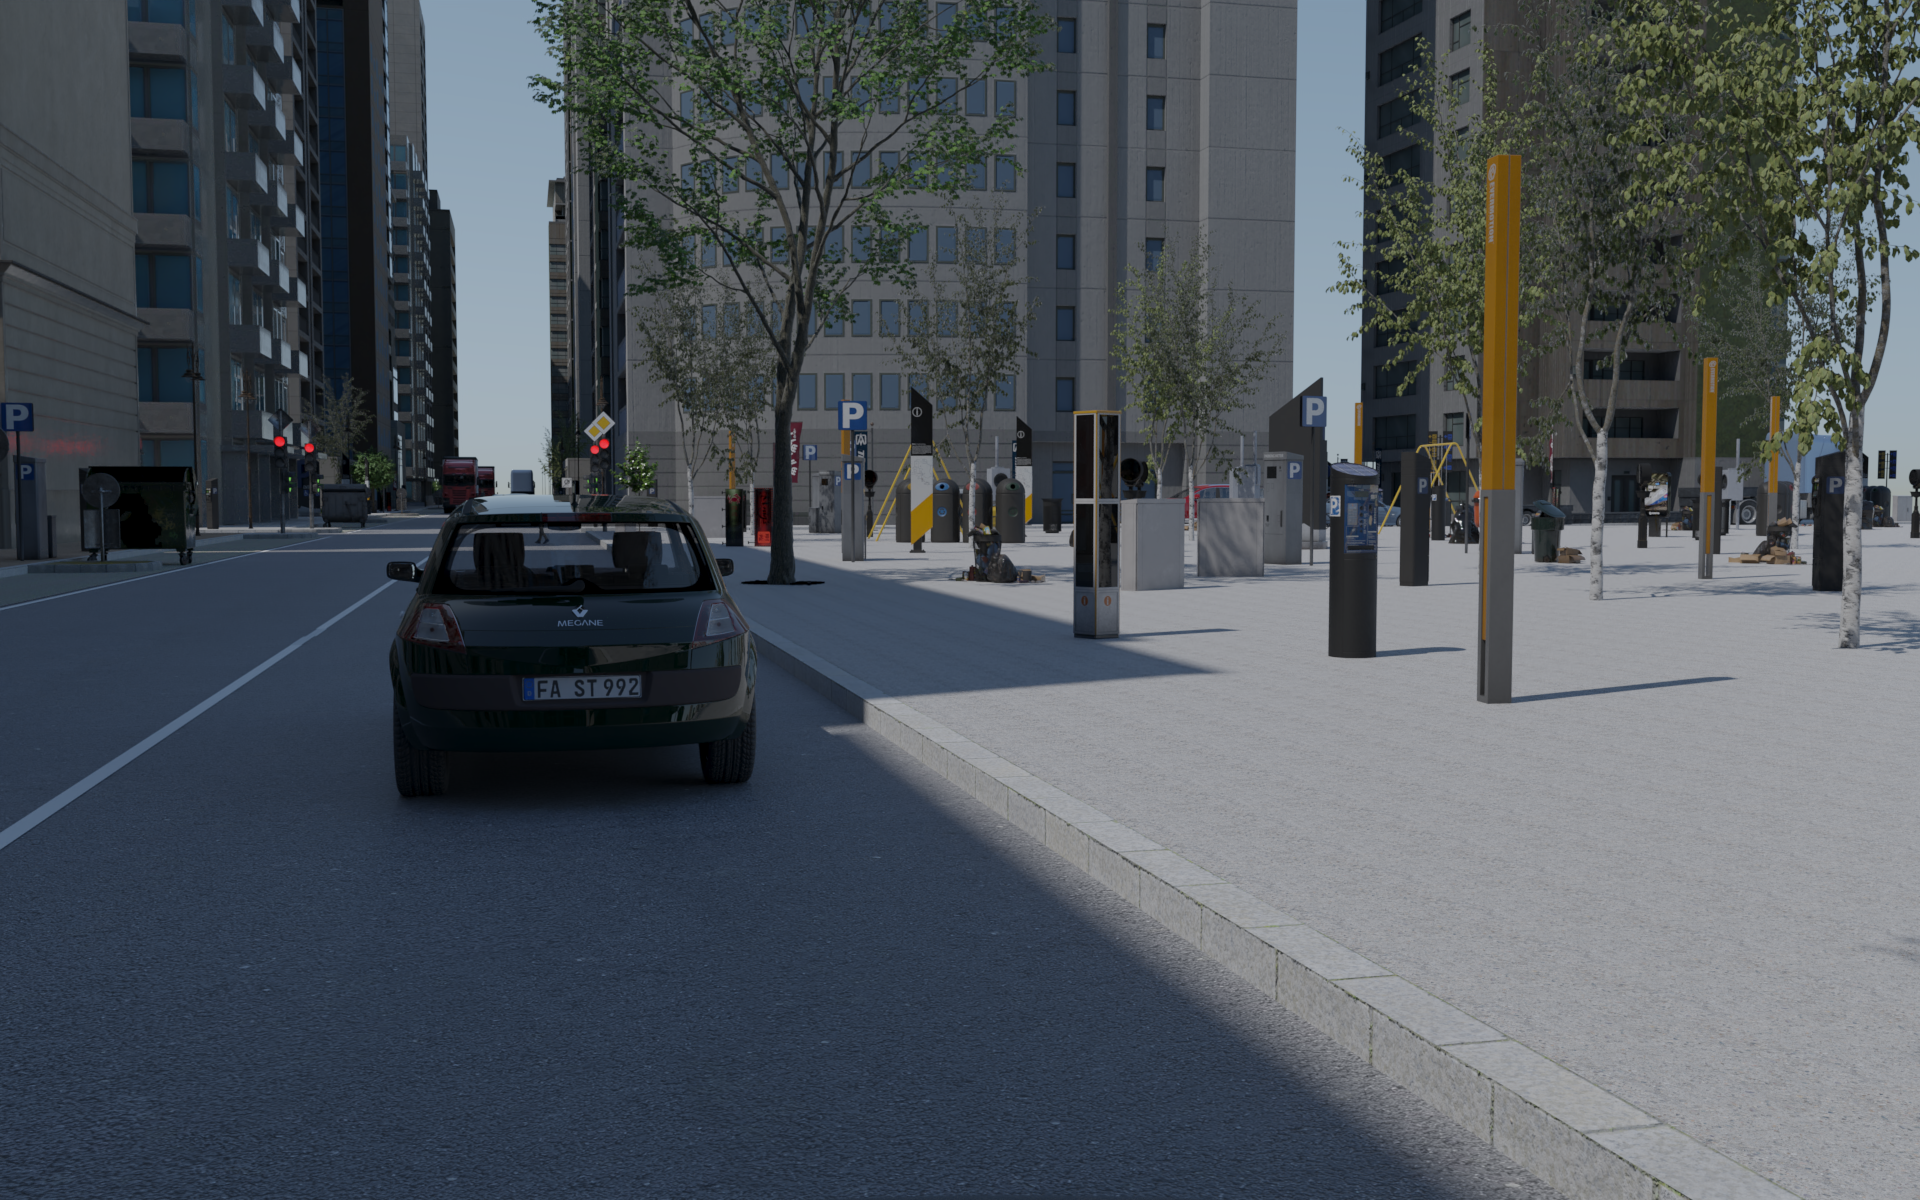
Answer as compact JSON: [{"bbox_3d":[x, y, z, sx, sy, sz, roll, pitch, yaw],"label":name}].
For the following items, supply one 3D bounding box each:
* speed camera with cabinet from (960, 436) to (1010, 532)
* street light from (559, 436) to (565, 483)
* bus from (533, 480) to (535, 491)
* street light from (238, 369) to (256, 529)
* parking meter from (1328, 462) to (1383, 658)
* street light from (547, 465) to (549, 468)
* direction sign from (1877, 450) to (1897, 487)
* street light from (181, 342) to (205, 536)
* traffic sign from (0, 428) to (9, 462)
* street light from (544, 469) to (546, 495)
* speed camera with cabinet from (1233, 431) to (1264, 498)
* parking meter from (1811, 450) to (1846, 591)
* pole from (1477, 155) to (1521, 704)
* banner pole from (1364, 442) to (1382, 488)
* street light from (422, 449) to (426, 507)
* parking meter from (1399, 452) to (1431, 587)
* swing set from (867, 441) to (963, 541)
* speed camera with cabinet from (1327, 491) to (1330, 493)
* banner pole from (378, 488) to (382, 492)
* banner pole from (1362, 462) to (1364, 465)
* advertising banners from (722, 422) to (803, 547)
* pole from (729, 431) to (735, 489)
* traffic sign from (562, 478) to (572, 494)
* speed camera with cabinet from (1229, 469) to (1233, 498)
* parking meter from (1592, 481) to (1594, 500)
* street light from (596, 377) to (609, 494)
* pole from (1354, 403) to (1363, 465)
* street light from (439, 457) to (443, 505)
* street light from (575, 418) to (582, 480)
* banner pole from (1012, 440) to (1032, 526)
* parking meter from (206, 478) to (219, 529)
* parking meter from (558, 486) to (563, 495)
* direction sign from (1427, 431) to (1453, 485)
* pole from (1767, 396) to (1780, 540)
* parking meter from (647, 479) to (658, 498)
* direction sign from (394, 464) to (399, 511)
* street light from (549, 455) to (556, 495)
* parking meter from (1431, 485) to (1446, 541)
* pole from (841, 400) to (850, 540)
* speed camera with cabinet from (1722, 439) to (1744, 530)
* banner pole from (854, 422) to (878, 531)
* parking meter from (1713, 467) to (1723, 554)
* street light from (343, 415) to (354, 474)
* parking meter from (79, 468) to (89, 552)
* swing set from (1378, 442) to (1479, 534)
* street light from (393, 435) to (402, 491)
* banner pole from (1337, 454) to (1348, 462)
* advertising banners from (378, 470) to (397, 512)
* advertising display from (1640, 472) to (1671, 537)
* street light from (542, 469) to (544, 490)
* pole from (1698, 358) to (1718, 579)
[{"bbox_3d":[0.661,-3.955,58.996,2.038,3.252,0.660,-1,4,-17],"label":"speed camera with cabinet"},{"bbox_3d":[-33.012,-10.449,143.626,0.468,5.910,1.993,-1,4,-14],"label":"street light"},{"bbox_3d":[-67.919,-17.070,270.648,2.896,3.916,12.252,-1,4,-15],"label":"bus"},{"bbox_3d":[-26.204,-5.568,63.823,0.468,5.910,1.993,-1,4,-14],"label":"street light"},{"bbox_3d":[3.100,-0.320,13.647,0.372,1.533,0.369,0,3,0],"label":"parking meter"},{"bbox_3d":[-50.485,-14.719,213.444,0.468,5.910,1.993,-1,4,-14],"label":"street light"},{"bbox_3d":[47.896,-5.965,89.524,0.876,3.537,0.379,1,4,14],"label":"direction sign"},{"bbox_3d":[-23.405,-4.906,52.996,0.468,5.910,1.993,-1,4,-14],"label":"street light"},{"bbox_3d":[-17.493,-1.899,31.148,0.768,2.556,0.104,-1,4,-8],"label":"traffic sign"},{"bbox_3d":[-53.179,-15.372,224.111,0.468,5.910,1.993,-1,4,-14],"label":"street light"},{"bbox_3d":[9.311,-3.699,54.807,0.660,3.252,2.038,2,4,24],"label":"speed camera with cabinet"},{"bbox_3d":[11.494,-1.051,22.895,0.399,1.863,0.255,0,4,6],"label":"parking meter"},{"bbox_3d":[3.289,-1.023,10.567,0.158,3.312,0.155,0,3,0],"label":"pole"},{"bbox_3d":[19.937,-5.686,82.989,0.863,3.779,0.401,-3,4,-36],"label":"banner pole"},{"bbox_3d":[-53.836,-12.320,174.218,0.468,5.910,1.993,-1,4,-14],"label":"street light"},{"bbox_3d":[6.350,-1.128,24.147,0.399,1.863,0.255,-3,4,-37],"label":"parking meter"},{"bbox_3d":[-1.072,-3.110,48.474,2.862,2.851,3.119,0,4,-7],"label":"swing set"},{"bbox_3d":[23.353,-6.833,106.053,2.038,3.252,0.660,-2,4,-27],"label":"speed camera with cabinet"},{"bbox_3d":[-43.385,-8.532,129.514,0.863,3.779,0.401,2,4,33],"label":"banner pole"},{"bbox_3d":[22.737,-6.561,97.297,0.401,3.779,0.863,3,5,41],"label":"banner pole"},{"bbox_3d":[-4.797,-2.805,42.051,2.074,3.025,0.090,1,4,13],"label":"advertising banners"},{"bbox_3d":[-7.344,-3.794,55.881,0.158,3.312,0.155,0,3,0],"label":"pole"},{"bbox_3d":[-25.147,-6.651,110.869,0.606,2.300,0.079,-1,4,-11],"label":"traffic sign"},{"bbox_3d":[10.284,-3.972,59.271,2.038,3.252,0.660,0,4,-3],"label":"speed camera with cabinet"},{"bbox_3d":[24.585,-3.732,66.722,0.399,1.863,0.255,0,4,-5],"label":"parking meter"},{"bbox_3d":[-14.108,-5.842,68.307,0.468,5.910,1.993,-1,4,-14],"label":"street light"},{"bbox_3d":[8.888,-2.744,38.704,0.158,3.312,0.155,0,3,0],"label":"pole"},{"bbox_3d":[-62.580,-14.455,209.125,0.468,5.910,1.993,-1,4,-14],"label":"street light"},{"bbox_3d":[-22.745,-7.979,103.240,0.468,5.910,1.993,-1,4,-14],"label":"street light"},{"bbox_3d":[2.514,-4.930,70.627,0.863,3.779,0.401,1,4,10],"label":"banner pole"},{"bbox_3d":[-27.268,-3.513,63.150,0.255,1.863,0.399,1,4,19],"label":"parking meter"},{"bbox_3d":[-30.689,-7.807,133.356,0.399,1.863,0.255,0,4,-4],"label":"parking meter"},{"bbox_3d":[17.268,-4.303,62.358,0.876,3.537,0.379,0,4,7],"label":"direction sign"},{"bbox_3d":[17.028,-2.595,36.268,0.158,3.312,0.155,0,3,0],"label":"pole"},{"bbox_3d":[-11.918,-3.753,67.079,0.399,1.863,0.255,0,4,0],"label":"parking meter"},{"bbox_3d":[-42.654,-8.500,130.967,0.379,3.537,0.876,-2,4,-26],"label":"direction sign"},{"bbox_3d":[-41.857,-12.582,178.508,0.468,5.910,1.993,-1,4,-14],"label":"street light"},{"bbox_3d":[13.204,-2.408,47.784,0.372,1.533,0.369,0,3,0],"label":"parking meter"},{"bbox_3d":[-2.472,-2.671,37.520,0.158,3.312,0.155,0,3,0],"label":"pole"},{"bbox_3d":[27.731,-4.190,62.849,0.660,3.252,2.038,0,4,2],"label":"speed camera with cabinet"},{"bbox_3d":[-3.295,-4.313,60.538,0.863,3.779,0.401,0,4,2],"label":"banner pole"},{"bbox_3d":[16.080,-1.911,36.949,0.255,1.863,0.399,1,4,13],"label":"parking meter"},{"bbox_3d":[-34.887,-7.715,98.920,0.468,5.910,1.993,-1,4,-14],"label":"street light"},{"bbox_3d":[-19.417,-2.015,38.652,0.399,1.863,0.255,2,4,27],"label":"parking meter"},{"bbox_3d":[14.884,-3.439,53.852,2.862,2.851,3.119,0,4,-4],"label":"swing set"},{"bbox_3d":[-44.823,-10.135,138.500,0.468,5.910,1.993,-1,4,-14],"label":"street light"},{"bbox_3d":[23.680,-7.191,107.588,0.863,3.779,0.401,0,4,-1],"label":"banner pole"},{"bbox_3d":[-42.103,-8.036,127.572,0.090,3.025,2.074,1,4,22],"label":"advertising banners"},{"bbox_3d":[20.734,-2.840,51.643,0.123,1.923,0.974,-2,4,-30],"label":"advertising display"},{"bbox_3d":[-62.043,-17.505,258.988,0.468,5.910,1.993,-1,4,-14],"label":"street light"},{"bbox_3d":[11.250,-1.970,26.046,0.158,3.312,0.155,0,3,0],"label":"pole"}]
